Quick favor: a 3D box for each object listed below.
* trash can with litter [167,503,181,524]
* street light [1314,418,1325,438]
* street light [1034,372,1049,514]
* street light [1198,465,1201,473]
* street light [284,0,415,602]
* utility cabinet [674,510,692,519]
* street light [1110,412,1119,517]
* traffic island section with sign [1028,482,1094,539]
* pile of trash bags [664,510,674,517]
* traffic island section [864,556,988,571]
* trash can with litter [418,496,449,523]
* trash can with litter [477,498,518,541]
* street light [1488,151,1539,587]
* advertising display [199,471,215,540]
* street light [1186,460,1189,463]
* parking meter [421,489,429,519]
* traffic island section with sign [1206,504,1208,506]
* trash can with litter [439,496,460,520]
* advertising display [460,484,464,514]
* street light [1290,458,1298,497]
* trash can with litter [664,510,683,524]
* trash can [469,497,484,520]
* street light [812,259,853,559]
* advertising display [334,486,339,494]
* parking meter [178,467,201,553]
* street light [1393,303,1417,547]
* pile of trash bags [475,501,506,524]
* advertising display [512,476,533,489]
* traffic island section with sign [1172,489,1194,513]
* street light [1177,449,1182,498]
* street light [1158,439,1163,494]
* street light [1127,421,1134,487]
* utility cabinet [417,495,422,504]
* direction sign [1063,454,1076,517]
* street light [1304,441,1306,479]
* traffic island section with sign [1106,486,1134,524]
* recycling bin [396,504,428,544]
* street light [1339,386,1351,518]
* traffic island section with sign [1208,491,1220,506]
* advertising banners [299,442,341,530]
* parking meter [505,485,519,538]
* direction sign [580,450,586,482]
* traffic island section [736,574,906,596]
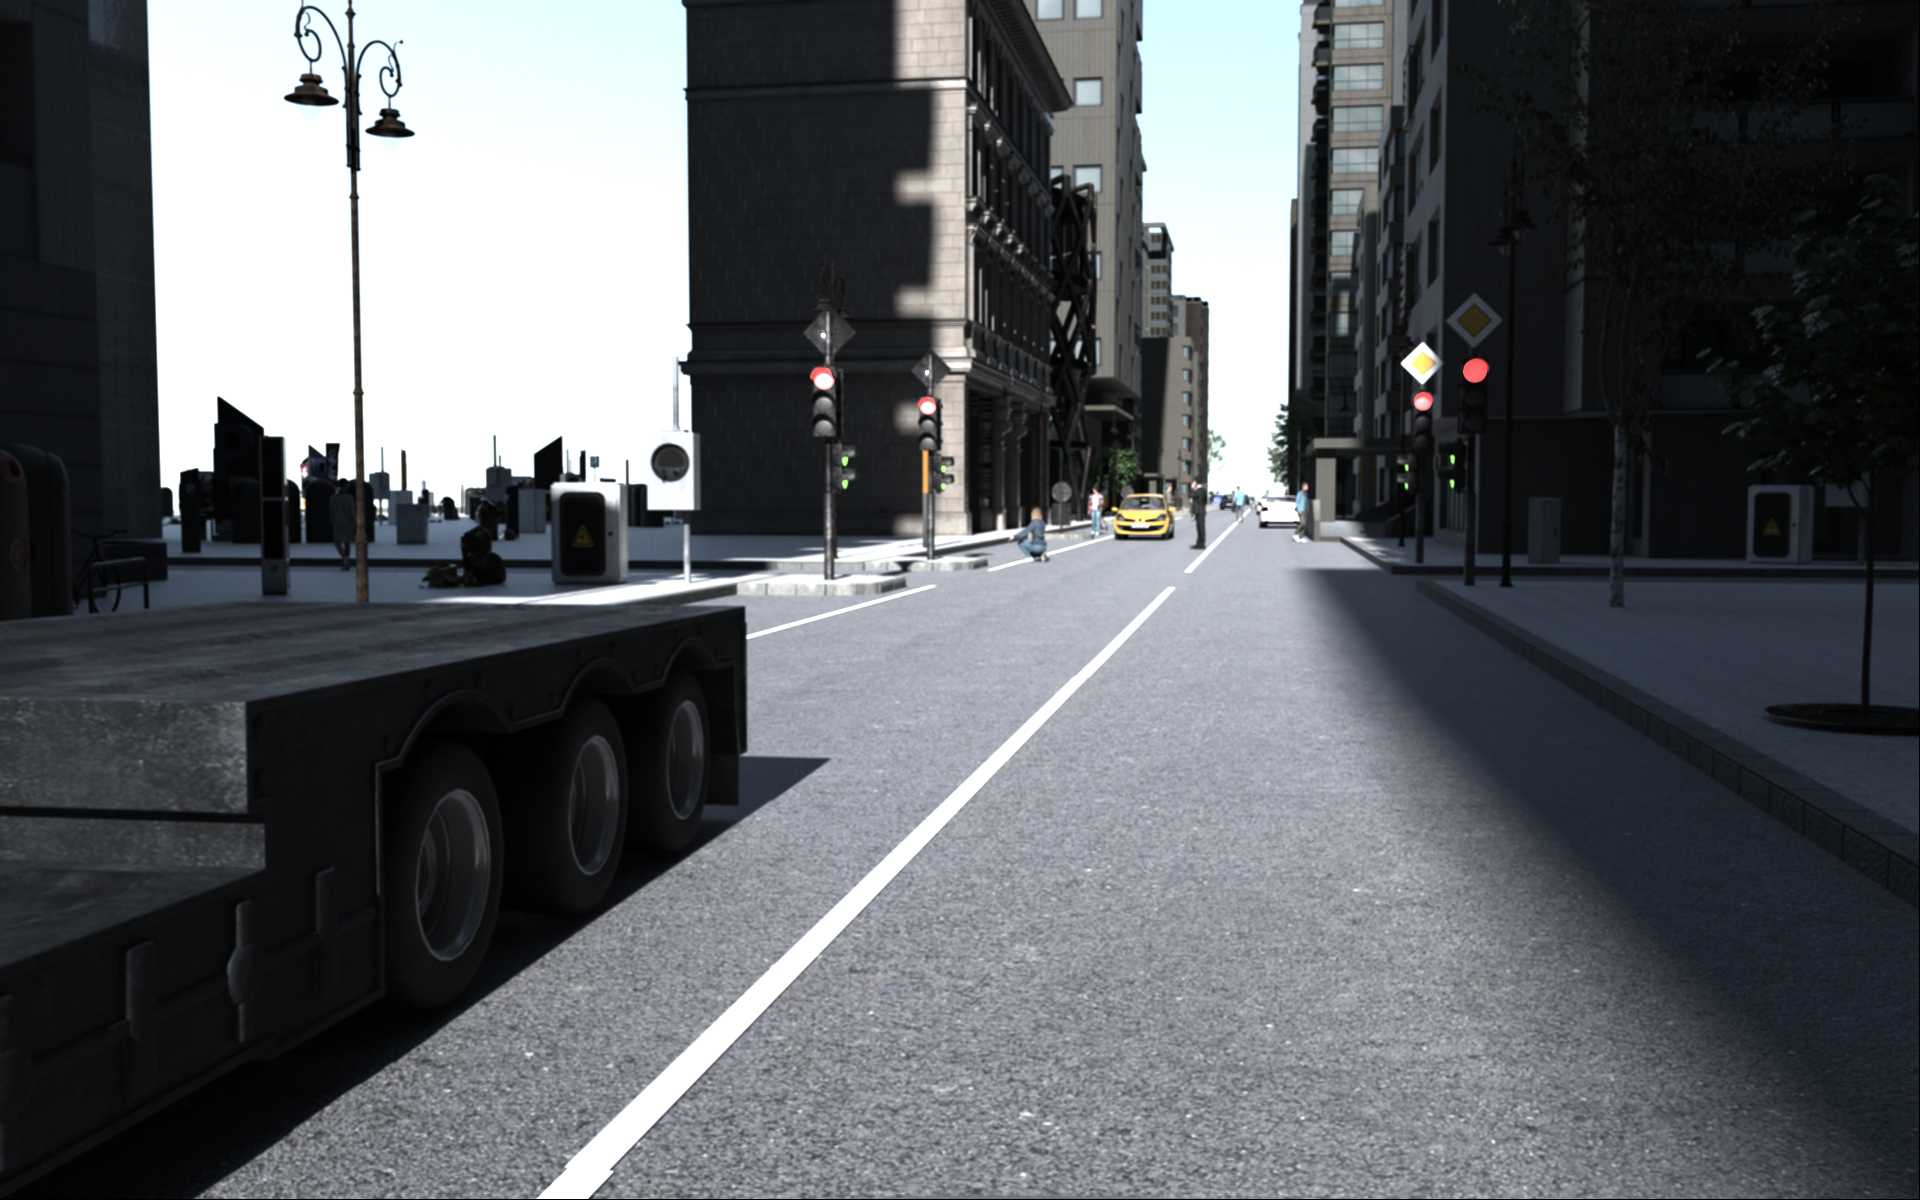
[{"bbox_3d":[-33.134,-3.811,73.703,0.624,1.170,1.055,3,4,36],"label":"trash can with litter"},{"bbox_3d":[21.964,-8.128,105.672,0.468,5.910,1.993,1,4,10],"label":"street light"},{"bbox_3d":[3.094,-5.702,66.008,0.468,5.910,1.993,1,4,10],"label":"street light"},{"bbox_3d":[30.929,-15.370,224.094,0.468,5.910,1.993,1,4,10],"label":"street light"},{"bbox_3d":[-5.692,-2.664,16.344,0.468,5.910,1.993,1,4,10],"label":"street light"},{"bbox_3d":[-13.871,-4.826,87.587,1.173,1.500,0.318,-1,4,-21],"label":"utility cabinet"},{"bbox_3d":[8.726,-7.656,97.971,0.468,5.910,1.993,1,4,10],"label":"street light"},{"bbox_3d":[3.283,-2.881,55.729,1.989,1.847,2.006,1,4,10],"label":"traffic island section with sign"},{"bbox_3d":[-14.865,-5.308,96.533,3.447,1.369,1.912,2,4,27],"label":"pile of trash bags"},{"bbox_3d":[-0.592,-0.705,33.806,2.009,0.180,2.903,1,4,10],"label":"traffic island section"},{"bbox_3d":[-24.101,-4.118,78.393,2.233,1.210,1.678,2,4,26],"label":"trash can with litter"},{"bbox_3d":[-12.816,-2.239,48.001,1.055,1.170,0.624,-2,4,-23],"label":"trash can with litter"},{"bbox_3d":[7.554,-3.119,23.781,0.468,5.910,1.993,1,4,10],"label":"street light"},{"bbox_3d":[-21.075,-2.616,47.978,0.123,1.923,0.974,2,4,24],"label":"advertising display"},{"bbox_3d":[25.130,-13.380,191.557,0.468,5.910,1.993,1,4,10],"label":"street light"},{"bbox_3d":[-27.910,-5.016,90.418,0.372,1.533,0.369,0,3,0],"label":"parking meter"},{"bbox_3d":[21.371,-9.162,158.433,1.989,1.847,2.006,1,4,10],"label":"traffic island section with sign"},{"bbox_3d":[-25.269,-4.555,85.855,0.624,1.170,1.055,1,4,15],"label":"trash can with litter"},{"bbox_3d":[-32.291,-6.546,112.246,0.123,1.923,0.974,-1,4,-22],"label":"advertising display"},{"bbox_3d":[38.485,-13.849,199.210,0.468,5.910,1.993,1,4,10],"label":"street light"},{"bbox_3d":[-12.123,-3.821,73.525,2.233,1.210,1.678,1,4,15],"label":"trash can with litter"},{"bbox_3d":[-23.684,-4.475,84.823,0.748,1.137,0.748,0,3,0],"label":"trash can"},{"bbox_3d":[-2.502,-3.759,34.255,0.468,5.910,1.993,1,4,10],"label":"street light"},{"bbox_3d":[-29.034,-4.597,80.371,0.123,1.923,0.974,0,4,-2],"label":"advertising display"},{"bbox_3d":[-16.905,-1.974,37.992,0.399,1.863,0.255,-2,4,-32],"label":"parking meter"},{"bbox_3d":[10.793,-4.243,42.163,0.468,5.910,1.993,1,4,10],"label":"street light"},{"bbox_3d":[-19.441,-4.056,76.072,3.447,1.369,1.912,-3,5,-43],"label":"pile of trash bags"},{"bbox_3d":[-15.723,-3.474,62.011,0.123,1.923,0.974,3,5,40],"label":"advertising display"},{"bbox_3d":[16.693,-7.539,131.885,1.989,1.847,2.006,1,4,10],"label":"traffic island section with sign"},{"bbox_3d":[22.021,-12.285,173.651,0.468,5.910,1.993,1,4,10],"label":"street light"},{"bbox_3d":[16.439,-10.343,141.896,0.468,5.910,1.993,1,4,10],"label":"street light"},{"bbox_3d":[10.820,-8.401,110.147,0.468,5.910,1.993,1,4,10],"label":"street light"},{"bbox_3d":[-32.032,-5.605,102.808,0.306,1.237,1.020,-1,4,-12],"label":"utility cabinet"},{"bbox_3d":[6.173,-6.461,97.638,0.876,3.537,0.379,2,4,35],"label":"direction sign"},{"bbox_3d":[29.665,-10.790,149.200,0.468,5.910,1.993,1,4,10],"label":"street light"},{"bbox_3d":[8.012,-4.523,82.571,1.989,1.847,2.006,1,4,10],"label":"traffic island section with sign"},{"bbox_3d":[-14.195,-1.978,44.899,0.722,1.027,0.722,-1,4,-11],"label":"recycling bin"},{"bbox_3d":[16.400,-6.185,73.914,0.468,5.910,1.993,1,4,10],"label":"street light"},{"bbox_3d":[31.100,-12.540,213.653,1.989,1.847,2.006,1,4,10],"label":"traffic island section with sign"},{"bbox_3d":[-22.010,-3.827,58.754,2.074,3.025,0.090,0,4,1],"label":"advertising banners"},{"bbox_3d":[-13.043,-2.570,50.434,0.372,1.533,0.369,0,3,0],"label":"parking meter"},{"bbox_3d":[-19.394,-5.942,89.153,0.379,3.537,0.876,0,4,2],"label":"direction sign"},{"bbox_3d":[-1.977,-0.224,25.942,2.009,0.180,2.903,1,4,10],"label":"traffic island section"}]
